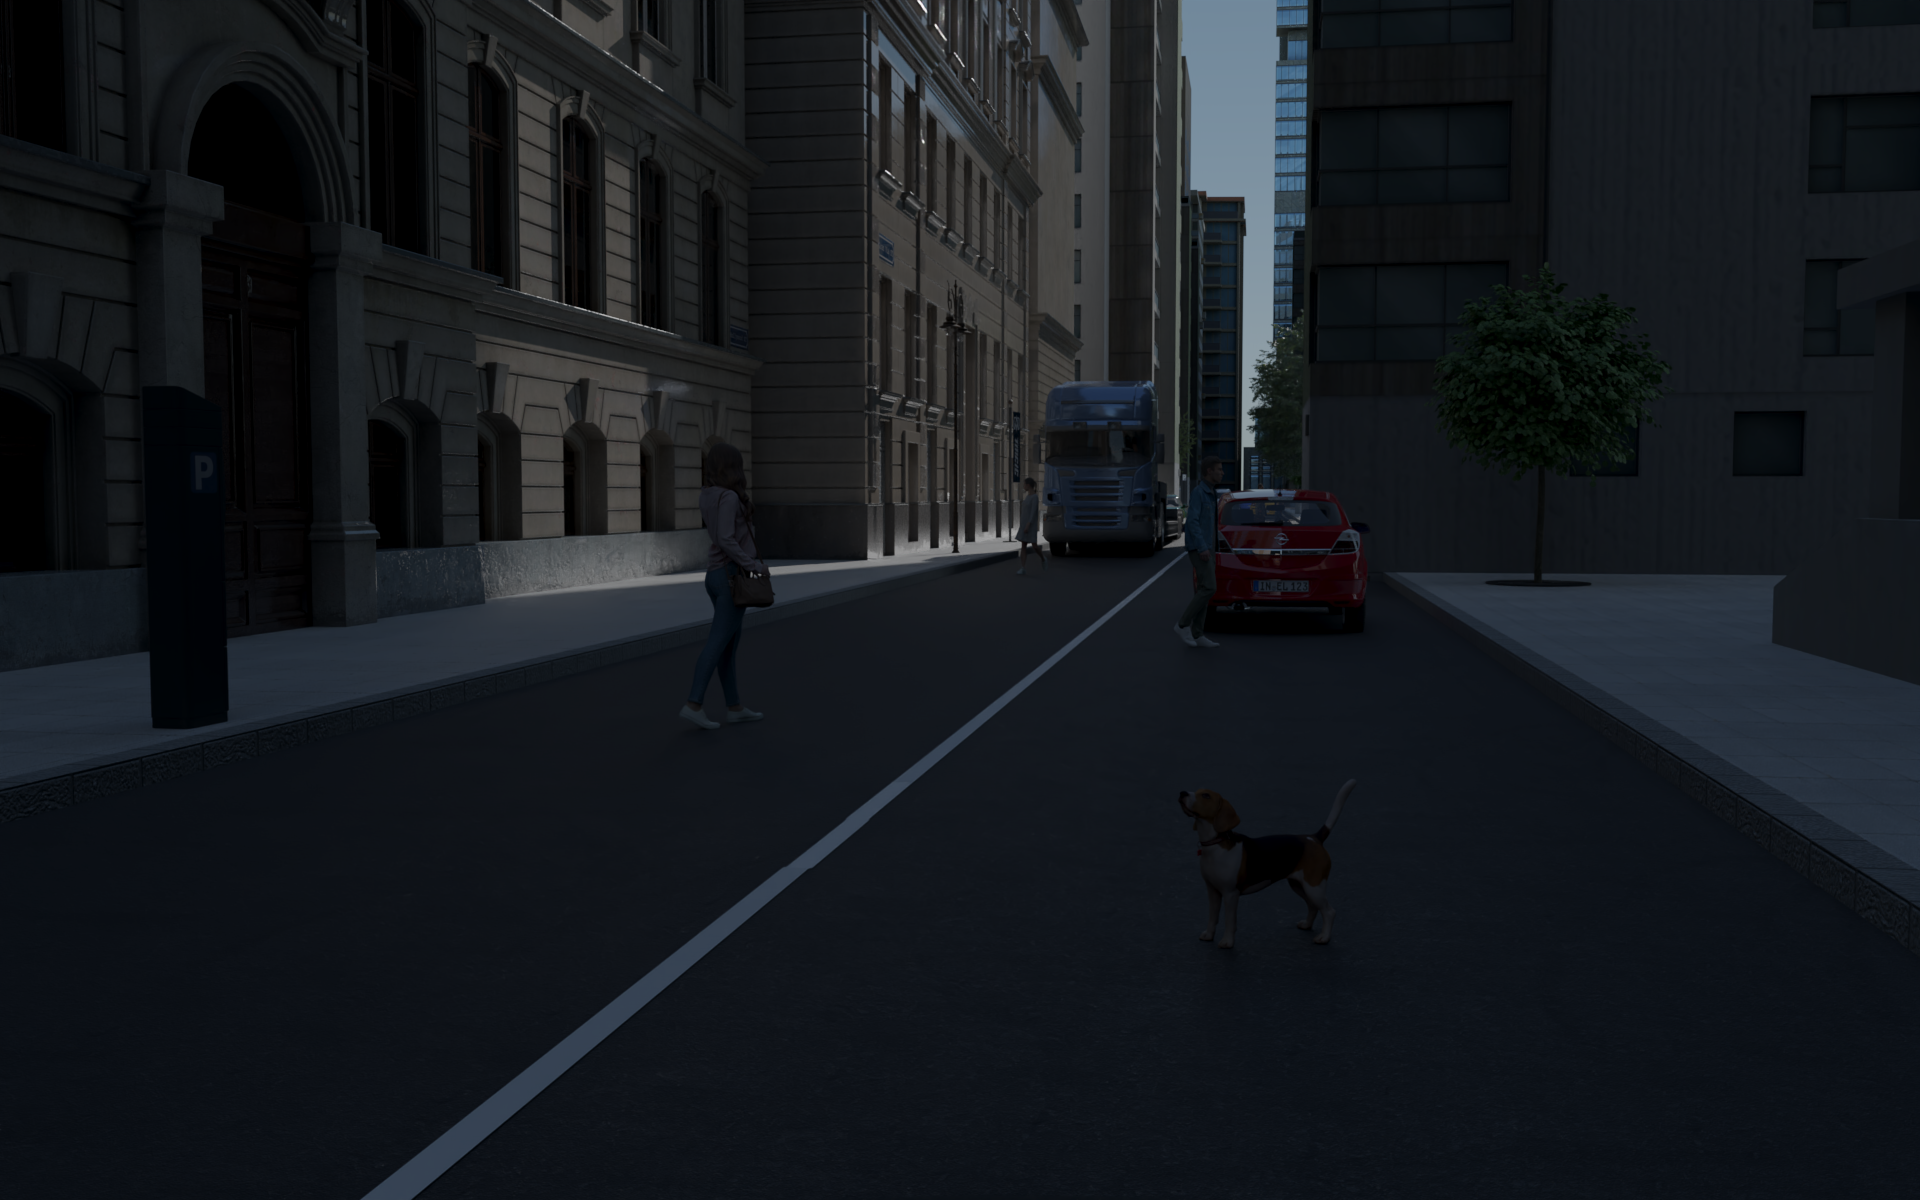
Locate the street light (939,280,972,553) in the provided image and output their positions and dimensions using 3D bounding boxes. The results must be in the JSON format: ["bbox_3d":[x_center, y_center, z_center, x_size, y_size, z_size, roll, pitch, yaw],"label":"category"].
[{"bbox_3d":[-0.093,-3.958,37.505,0.468,5.910,1.993,1,4,10],"label":"street light"}]

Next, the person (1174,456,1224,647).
[{"bbox_3d":[2.237,-0.447,16.158,0.444,1.785,0.601,2,4,29],"label":"person"}]

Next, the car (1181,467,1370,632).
[{"bbox_3d":[3.569,-0.644,19.564,2.155,1.783,4.494,1,4,9],"label":"car"}]

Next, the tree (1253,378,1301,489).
[{"bbox_3d":[28.169,-13.340,143.872,9.928,11.665,9.643,0,3,0],"label":"tree"}]

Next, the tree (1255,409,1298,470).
[{"bbox_3d":[30.351,-13.398,153.469,8.767,10.594,7.601,-1,4,-10],"label":"tree"}]

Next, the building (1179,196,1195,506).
[{"bbox_3d":[14.248,-23.881,162.154,14.160,30.474,14.107,1,4,10],"label":"building"}]

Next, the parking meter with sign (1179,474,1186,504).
[{"bbox_3d":[19.236,-9.639,153.861,0.543,3.016,1.738,-3,5,-44],"label":"parking meter with sign"}]

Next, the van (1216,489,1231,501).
[{"bbox_3d":[21.331,-8.192,140.953,2.013,2.044,4.112,1,4,10],"label":"van"}]

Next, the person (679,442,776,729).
[{"bbox_3d":[-1.486,-0.100,10.726,0.643,1.750,0.593,-2,4,-29],"label":"person"}]

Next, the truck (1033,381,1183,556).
[{"bbox_3d":[4.479,-3.505,47.068,2.967,4.110,18.799,1,4,10],"label":"truck"}]

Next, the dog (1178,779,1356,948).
[{"bbox_3d":[0.984,0.841,5.540,0.406,0.507,0.540,2,4,31],"label":"dog"}]

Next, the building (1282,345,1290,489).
[{"bbox_3d":[53.575,-22.366,210.721,27.650,21.520,28.899,1,4,10],"label":"building"}]

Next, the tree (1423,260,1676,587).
[{"bbox_3d":[8.202,-2.487,24.379,4.285,4.588,4.351,0,3,0],"label":"tree"}]

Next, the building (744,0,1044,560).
[{"bbox_3d":[-5.291,-15.186,45.559,12.463,27.353,25.104,1,4,10],"label":"building"}]

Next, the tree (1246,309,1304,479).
[{"bbox_3d":[22.947,-12.633,113.198,9.857,13.997,8.962,0,3,0],"label":"tree"}]

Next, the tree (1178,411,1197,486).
[{"bbox_3d":[18.264,-12.056,147.478,4.737,8.622,4.395,0,3,0],"label":"tree"}]

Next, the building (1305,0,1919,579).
[{"bbox_3d":[13.816,-15.994,33.197,14.160,30.474,14.107,1,4,10],"label":"building"}]

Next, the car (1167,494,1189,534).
[{"bbox_3d":[7.416,-3.202,64.155,2.131,1.459,4.920,1,4,10],"label":"car"}]

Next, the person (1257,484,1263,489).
[{"bbox_3d":[11.106,-3.384,63.932,0.767,1.812,0.694,1,4,13],"label":"person"}]

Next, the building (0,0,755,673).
[{"bbox_3d":[-11.788,-12.038,15.906,14.460,24.649,34.723,1,4,10],"label":"building"}]

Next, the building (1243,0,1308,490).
[{"bbox_3d":[55.821,-56.864,242.397,31.000,86.520,22.319,1,4,10],"label":"building"}]

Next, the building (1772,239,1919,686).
[{"bbox_3d":[21.699,-19.099,4.153,32.217,40.220,23.993,1,4,10],"label":"building"}]

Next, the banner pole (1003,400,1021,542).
[{"bbox_3d":[1.443,-3.441,46.283,0.401,3.779,0.863,2,4,27],"label":"banner pole"}]

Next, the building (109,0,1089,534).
[{"bbox_3d":[-12.802,-15.233,68.147,34.723,24.649,14.460,1,4,10],"label":"building"}]

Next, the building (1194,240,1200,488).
[{"bbox_3d":[18.922,-25.591,190.106,14.160,30.474,14.107,1,4,10],"label":"building"}]

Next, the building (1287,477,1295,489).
[{"bbox_3d":[48.690,-29.238,169.918,32.217,40.220,23.993,1,4,10],"label":"building"}]

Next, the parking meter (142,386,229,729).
[{"bbox_3d":[-4.279,-0.237,9.589,0.255,1.863,0.399,1,4,12],"label":"parking meter"}]

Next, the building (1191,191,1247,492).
[{"bbox_3d":[26.206,-36.297,248.074,28.867,44.769,22.147,1,4,10],"label":"building"}]

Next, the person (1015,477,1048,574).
[{"bbox_3d":[1.274,-1.340,31.158,0.466,1.731,0.760,3,4,37],"label":"person"}]

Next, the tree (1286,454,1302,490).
[{"bbox_3d":[24.684,-8.458,122.007,4.285,4.588,4.351,0,3,0],"label":"tree"}]

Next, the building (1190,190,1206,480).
[{"bbox_3d":[18.116,-31.947,214.220,23.993,40.220,32.217,1,4,10],"label":"building"}]

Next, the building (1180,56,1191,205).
[{"bbox_3d":[16.087,-32.147,175.720,14.600,45.320,14.200,1,4,10],"label":"building"}]

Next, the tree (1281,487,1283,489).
[{"bbox_3d":[43.032,-14.336,228.994,1.663,3.219,1.824,0,3,0],"label":"tree"}]

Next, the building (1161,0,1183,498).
[{"bbox_3d":[3.697,-24.633,86.350,14.154,41.232,14.086,1,4,10],"label":"building"}]
